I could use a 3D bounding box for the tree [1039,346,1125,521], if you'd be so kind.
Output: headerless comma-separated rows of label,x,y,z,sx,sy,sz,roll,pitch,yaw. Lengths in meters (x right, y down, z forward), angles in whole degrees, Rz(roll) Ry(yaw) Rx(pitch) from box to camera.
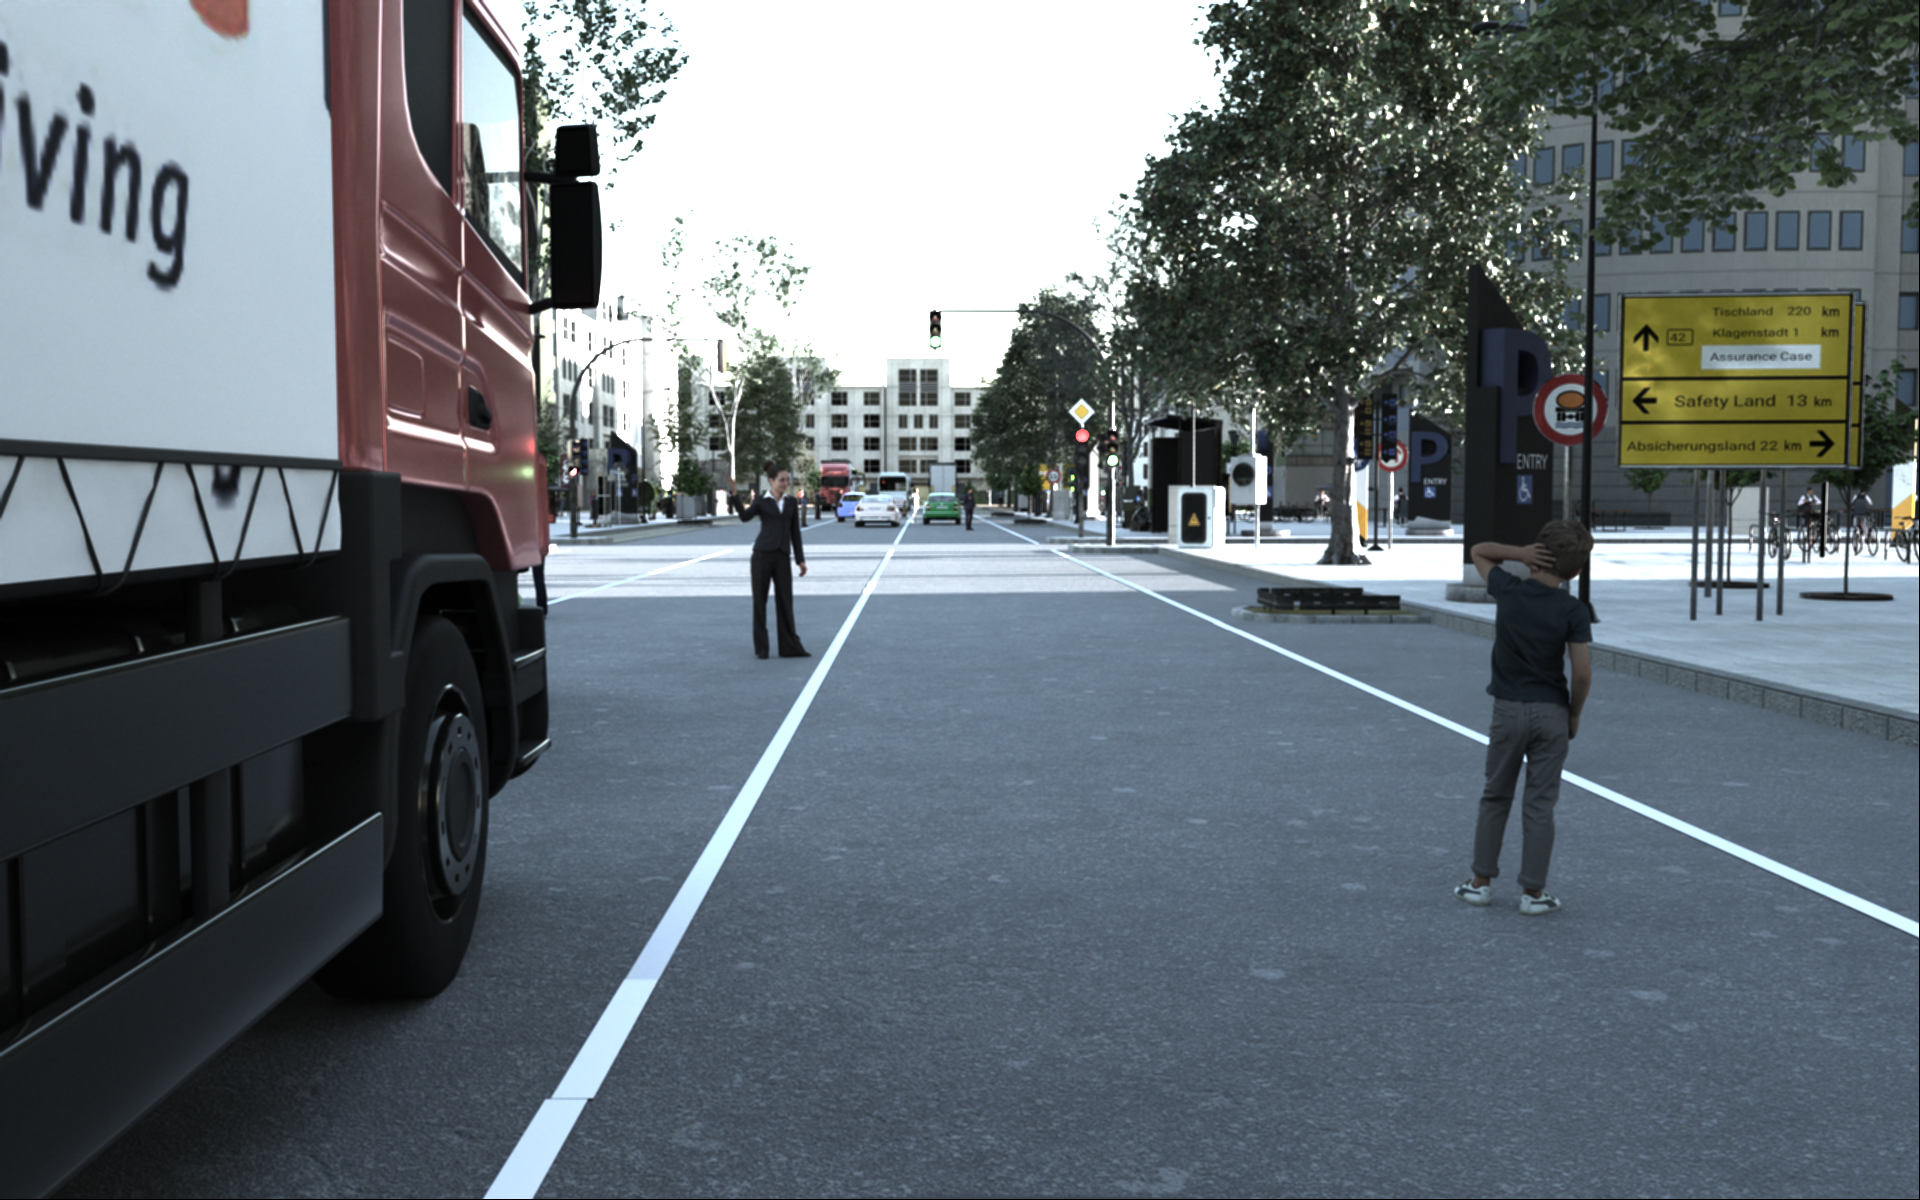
tree,5.458,-8.004,81.222,4.360,8.622,3.978,0,3,0

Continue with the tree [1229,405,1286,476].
tree,17.106,-8.896,95.818,4.360,8.622,3.978,0,3,0

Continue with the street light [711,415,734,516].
street light,-13.895,-7.878,101.338,1.470,5.913,1.316,0,4,-1

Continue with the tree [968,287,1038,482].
tree,5.119,-10.735,92.520,9.611,12.733,9.660,0,3,0

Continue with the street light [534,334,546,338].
street light,-12.732,-4.765,50.454,1.470,5.913,1.316,0,4,-1

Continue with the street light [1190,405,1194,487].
street light,5.182,-4.282,42.558,1.470,5.913,1.316,0,4,-1

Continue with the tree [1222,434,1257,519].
tree,14.287,-6.512,90.179,4.285,4.588,4.351,0,3,0

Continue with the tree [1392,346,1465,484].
tree,17.117,-6.614,58.507,4.360,8.622,3.978,0,3,0

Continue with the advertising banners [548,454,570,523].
advertising banners,-18.034,-4.881,75.998,2.074,3.025,0.090,0,4,-2

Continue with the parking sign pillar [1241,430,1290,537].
parking sign pillar,9.261,-3.912,52.428,1.447,3.967,1.447,1,4,8

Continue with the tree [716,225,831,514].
tree,-16.161,-15.777,113.844,12.611,20.169,13.585,0,3,0

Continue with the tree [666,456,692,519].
tree,-14.179,-5.779,89.081,1.663,3.219,1.824,0,3,0

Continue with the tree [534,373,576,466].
tree,-24.998,-9.330,102.914,4.360,8.622,3.978,0,3,0

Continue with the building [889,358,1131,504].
building,5.965,-22.417,232.983,31.486,18.905,16.747,0,4,-1

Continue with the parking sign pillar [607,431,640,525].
parking sign pillar,-14.308,-5.192,73.359,1.447,3.967,1.447,2,4,29

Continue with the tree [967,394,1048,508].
tree,4.526,-14.406,161.294,9.928,11.665,9.643,0,3,0

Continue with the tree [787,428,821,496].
tree,-17.258,-14.642,189.758,4.360,8.622,3.978,0,3,0

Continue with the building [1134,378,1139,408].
building,37.696,-22.407,232.810,31.486,18.905,16.747,0,4,-1

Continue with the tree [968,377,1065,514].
tree,4.344,-10.767,110.456,8.767,10.594,7.601,1,4,15

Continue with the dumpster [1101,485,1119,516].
dumpster,9.086,-5.988,103.670,1.264,1.857,1.865,0,4,-1

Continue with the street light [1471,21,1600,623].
street light,5.714,-2.731,17.189,1.470,5.913,1.316,0,4,-1

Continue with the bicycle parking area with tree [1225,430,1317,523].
bicycle parking area with tree,12.621,-5.742,80.882,9.016,4.147,8.231,2,4,24

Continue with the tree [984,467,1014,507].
tree,3.906,-11.451,170.937,4.285,4.588,4.351,0,3,0

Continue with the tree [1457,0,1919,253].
tree,6.993,-5.706,11.423,7.486,12.596,7.792,0,3,0

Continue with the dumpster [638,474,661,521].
dumpster,-15.476,-5.011,84.417,1.502,2.255,1.985,0,4,-1

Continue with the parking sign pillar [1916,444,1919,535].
parking sign pillar,30.816,-4.028,54.323,1.447,3.967,1.447,-2,4,-33

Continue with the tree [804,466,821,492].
tree,-16.732,-13.360,202.149,4.285,4.588,4.351,0,3,0

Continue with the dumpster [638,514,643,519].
dumpster,-16.852,-5.036,88.099,1.264,1.857,1.865,0,4,-1

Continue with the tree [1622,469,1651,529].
tree,25.216,-4.225,63.675,1.663,3.219,1.824,0,3,0

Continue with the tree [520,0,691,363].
tree,-15.855,-12.409,58.779,12.611,20.169,13.585,0,3,0

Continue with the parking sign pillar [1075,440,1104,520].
parking sign pillar,6.424,-5.963,85.962,1.447,3.967,1.447,2,4,29

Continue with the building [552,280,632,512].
building,-37.822,-16.800,141.144,16.747,18.905,31.486,0,4,-1

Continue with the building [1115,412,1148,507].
building,21.439,-14.201,174.338,9.099,9.664,28.070,0,4,-1

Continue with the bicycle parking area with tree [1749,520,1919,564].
bicycle parking area with tree,20.034,-2.897,34.372,8.231,4.147,9.016,2,4,29

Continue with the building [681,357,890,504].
building,-25.674,-22.317,231.333,31.486,18.905,16.747,0,4,-1

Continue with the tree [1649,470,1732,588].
tree,10.512,-1.793,23.921,1.663,3.219,1.824,0,3,0

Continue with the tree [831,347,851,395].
tree,-15.702,-19.603,176.405,12.611,20.169,13.585,0,3,0

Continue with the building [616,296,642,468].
building,-38.204,-18.741,162.833,16.016,20.091,11.380,0,4,-1

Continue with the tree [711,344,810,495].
tree,-15.030,-13.022,131.036,7.486,12.596,7.792,0,3,0

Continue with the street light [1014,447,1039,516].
street light,3.923,-7.822,100.434,1.470,5.913,1.316,0,4,-1

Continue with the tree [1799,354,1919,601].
tree,10.850,-1.634,21.315,1.663,3.219,1.824,0,3,0

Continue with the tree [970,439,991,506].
tree,3.216,-14.652,189.930,4.360,8.622,3.978,0,3,0

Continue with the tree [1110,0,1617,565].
tree,6.900,-6.990,31.301,9.611,12.733,9.660,0,3,0

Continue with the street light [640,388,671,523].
street light,-13.326,-6.317,75.822,1.470,5.913,1.316,0,4,-1

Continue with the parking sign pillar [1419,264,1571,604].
parking sign pillar,6.596,-1.975,20.761,1.447,3.967,1.447,-3,5,-41

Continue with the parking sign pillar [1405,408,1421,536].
parking sign pillar,14.586,-3.992,53.740,1.447,3.967,1.447,1,4,16

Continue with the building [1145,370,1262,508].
building,26.050,-17.001,144.421,16.747,18.905,31.486,0,4,-1

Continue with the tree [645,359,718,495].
tree,-15.405,-8.834,94.803,4.737,8.622,4.395,0,3,0

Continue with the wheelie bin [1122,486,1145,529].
wheelie bin,6.433,-3.449,64.294,0.693,1.594,0.980,-3,5,-42

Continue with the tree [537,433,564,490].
tree,-21.635,-6.414,88.574,4.285,4.588,4.351,0,3,0

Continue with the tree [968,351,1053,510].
tree,4.405,-13.422,137.577,7.486,12.596,7.792,0,3,0

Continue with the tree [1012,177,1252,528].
tree,6.648,-9.538,66.323,12.009,13.543,11.850,0,3,0

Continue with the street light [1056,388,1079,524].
street light,4.554,-6.271,75.066,1.470,5.913,1.316,0,4,-1
